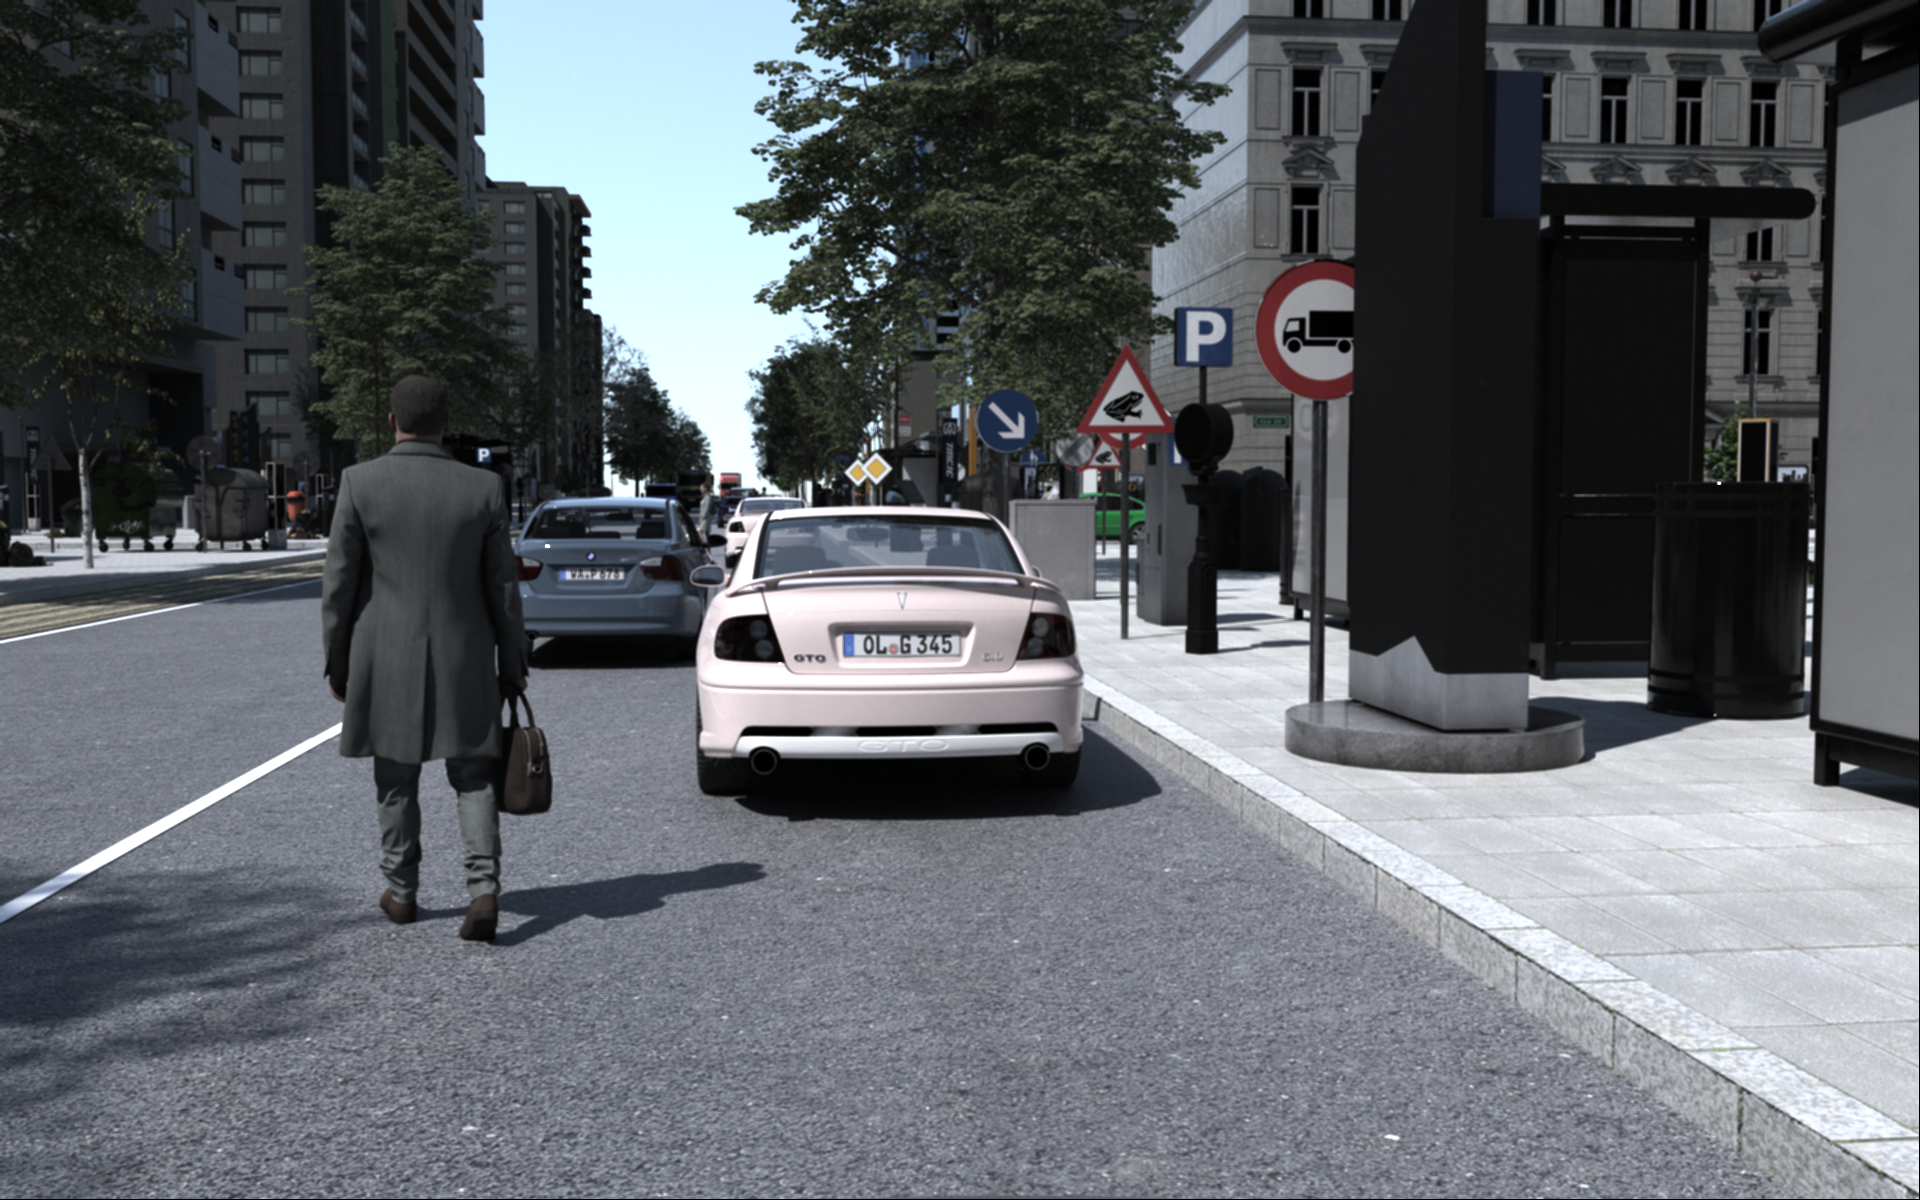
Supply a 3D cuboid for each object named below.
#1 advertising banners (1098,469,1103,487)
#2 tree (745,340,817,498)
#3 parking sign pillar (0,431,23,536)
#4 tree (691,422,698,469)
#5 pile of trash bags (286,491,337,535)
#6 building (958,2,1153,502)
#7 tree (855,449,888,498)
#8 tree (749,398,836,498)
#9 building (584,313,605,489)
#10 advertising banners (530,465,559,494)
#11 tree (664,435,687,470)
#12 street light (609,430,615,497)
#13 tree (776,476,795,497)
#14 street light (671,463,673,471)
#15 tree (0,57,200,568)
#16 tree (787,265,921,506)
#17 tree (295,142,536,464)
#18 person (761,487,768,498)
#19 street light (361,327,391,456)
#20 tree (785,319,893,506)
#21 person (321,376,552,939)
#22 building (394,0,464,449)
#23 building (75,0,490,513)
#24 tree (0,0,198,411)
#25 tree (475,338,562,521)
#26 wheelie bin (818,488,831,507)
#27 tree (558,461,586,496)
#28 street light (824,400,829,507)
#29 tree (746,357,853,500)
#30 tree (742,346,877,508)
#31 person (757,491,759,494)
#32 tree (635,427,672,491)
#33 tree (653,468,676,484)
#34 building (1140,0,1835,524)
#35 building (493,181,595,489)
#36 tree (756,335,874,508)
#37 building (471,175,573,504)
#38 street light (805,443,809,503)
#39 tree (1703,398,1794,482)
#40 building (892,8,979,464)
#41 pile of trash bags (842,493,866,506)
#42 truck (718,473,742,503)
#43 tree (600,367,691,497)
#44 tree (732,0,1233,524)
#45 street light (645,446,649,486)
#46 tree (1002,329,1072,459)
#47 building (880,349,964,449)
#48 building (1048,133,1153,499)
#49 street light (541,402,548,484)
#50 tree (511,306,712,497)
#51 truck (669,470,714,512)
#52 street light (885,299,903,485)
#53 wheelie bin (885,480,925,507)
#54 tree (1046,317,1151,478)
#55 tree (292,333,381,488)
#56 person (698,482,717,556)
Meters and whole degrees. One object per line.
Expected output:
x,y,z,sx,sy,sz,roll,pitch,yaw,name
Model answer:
5.713,-4.080,62.895,2.074,3.025,0.090,1,4,16,advertising banners
-20.110,-21.867,213.411,12.611,20.169,13.585,0,3,0,tree
-29.869,-3.980,53.551,1.447,3.967,1.447,-2,4,-32,parking sign pillar
-33.363,-16.309,184.779,7.486,12.596,7.792,0,3,0,tree
-19.964,-2.758,54.839,1.912,1.369,3.447,1,4,22,pile of trash bags
10.807,-43.288,146.017,20.563,71.187,20.611,0,4,-6,building
-4.141,-4.873,74.274,1.663,3.219,1.824,0,3,0,tree
-16.663,-15.833,175.882,9.611,12.733,9.660,0,3,0,tree
-62.721,-30.295,267.031,14.160,30.474,14.107,0,4,-6,building
-25.016,-6.608,104.222,2.074,3.025,0.090,1,4,23,advertising banners
-35.830,-16.006,212.059,4.737,8.622,4.395,0,3,0,tree
-24.908,-9.244,123.925,0.468,5.910,1.993,0,4,-6,street light
-23.150,-15.115,230.835,4.285,4.588,4.351,0,3,0,tree
-34.371,-14.292,206.460,0.468,5.910,1.993,0,4,-6,street light
-14.980,-4.839,29.474,4.737,8.622,4.395,0,3,0,tree
-2.982,-6.382,54.702,4.360,8.622,3.978,0,3,0,tree
-17.753,-8.439,56.111,7.486,12.596,7.792,0,3,0,tree
-10.037,-4.870,88.348,0.641,1.798,0.478,3,4,37,person
-16.159,-4.604,48.057,0.468,5.910,1.993,0,4,-6,street light
-4.462,-7.252,68.936,4.737,8.622,4.395,0,3,0,tree
-1.726,0.178,5.685,0.694,1.812,0.767,-1,4,-23,person
-50.309,-30.975,130.142,21.300,48.544,21.600,0,4,-6,building
-57.447,-34.534,153.862,28.713,52.752,27.495,0,4,-6,building
-13.772,-6.364,22.175,7.486,12.596,7.792,0,3,0,tree
-20.740,-8.045,81.893,4.737,8.622,4.395,0,3,0,tree
-7.213,-5.201,92.937,0.980,1.594,0.693,1,4,18,wheelie bin
-22.784,-6.469,100.377,1.663,3.219,1.824,0,3,0,tree
-6.464,-6.820,84.291,0.468,5.910,1.993,0,4,-6,street light
-13.842,-14.739,151.349,12.009,13.543,11.850,0,3,0,tree
-9.167,-10.674,108.925,8.767,10.594,7.601,-2,4,-29,tree
-27.211,-13.776,233.364,1.348,1.869,0.705,2,4,23,person
-29.908,-13.260,167.166,4.360,8.622,3.978,0,3,0,tree
-33.917,-13.167,198.988,4.285,4.588,4.351,0,3,0,tree
31.028,-18.224,74.373,44.131,29.872,17.030,0,4,-6,building
-63.828,-36.101,244.882,22.147,44.769,28.867,0,4,-6,building
-11.479,-14.149,137.988,9.857,13.997,8.962,0,3,0,tree
-58.020,-33.005,223.231,14.154,41.232,14.086,0,4,-6,building
-10.893,-9.151,122.405,0.468,5.910,1.993,0,4,-6,street light
15.773,-2.491,35.332,1.663,3.219,1.824,0,3,0,tree
-1.714,-58.442,268.197,22.319,86.520,31.000,0,4,-6,building
-4.734,-4.255,79.315,1.912,1.369,3.447,0,4,-3,pile of trash bags
-30.636,-14.826,231.325,2.839,4.237,11.283,0,4,-5,truck
-28.622,-14.434,154.124,7.486,12.596,7.792,0,3,0,tree
0.380,-6.641,26.715,7.486,12.596,7.792,0,3,0,tree
-29.354,-11.592,162.311,0.468,5.910,1.993,0,4,-6,street light
2.825,-7.536,73.575,4.737,8.622,4.395,0,3,0,tree
3.749,-24.200,240.716,27.650,21.520,28.899,0,4,-6,building
10.044,-15.594,105.875,10.553,20.767,40.483,0,4,-6,building
-20.623,-6.934,86.166,0.468,5.910,1.993,0,4,-6,street light
-24.616,-12.456,114.025,12.009,13.543,11.850,0,3,0,tree
-21.292,-8.750,138.989,3.469,3.379,9.791,0,4,-5,truck
-1.493,-4.162,40.833,0.468,5.910,1.993,0,4,-6,street light
-1.245,-1.868,38.453,0.693,1.594,0.980,2,4,33,wheelie bin
5.232,-7.186,67.853,4.360,8.622,3.978,0,3,0,tree
-27.043,-7.691,76.109,4.737,8.622,4.395,0,3,0,tree
-5.880,-1.869,40.063,0.522,1.701,0.512,-1,4,-15,person
